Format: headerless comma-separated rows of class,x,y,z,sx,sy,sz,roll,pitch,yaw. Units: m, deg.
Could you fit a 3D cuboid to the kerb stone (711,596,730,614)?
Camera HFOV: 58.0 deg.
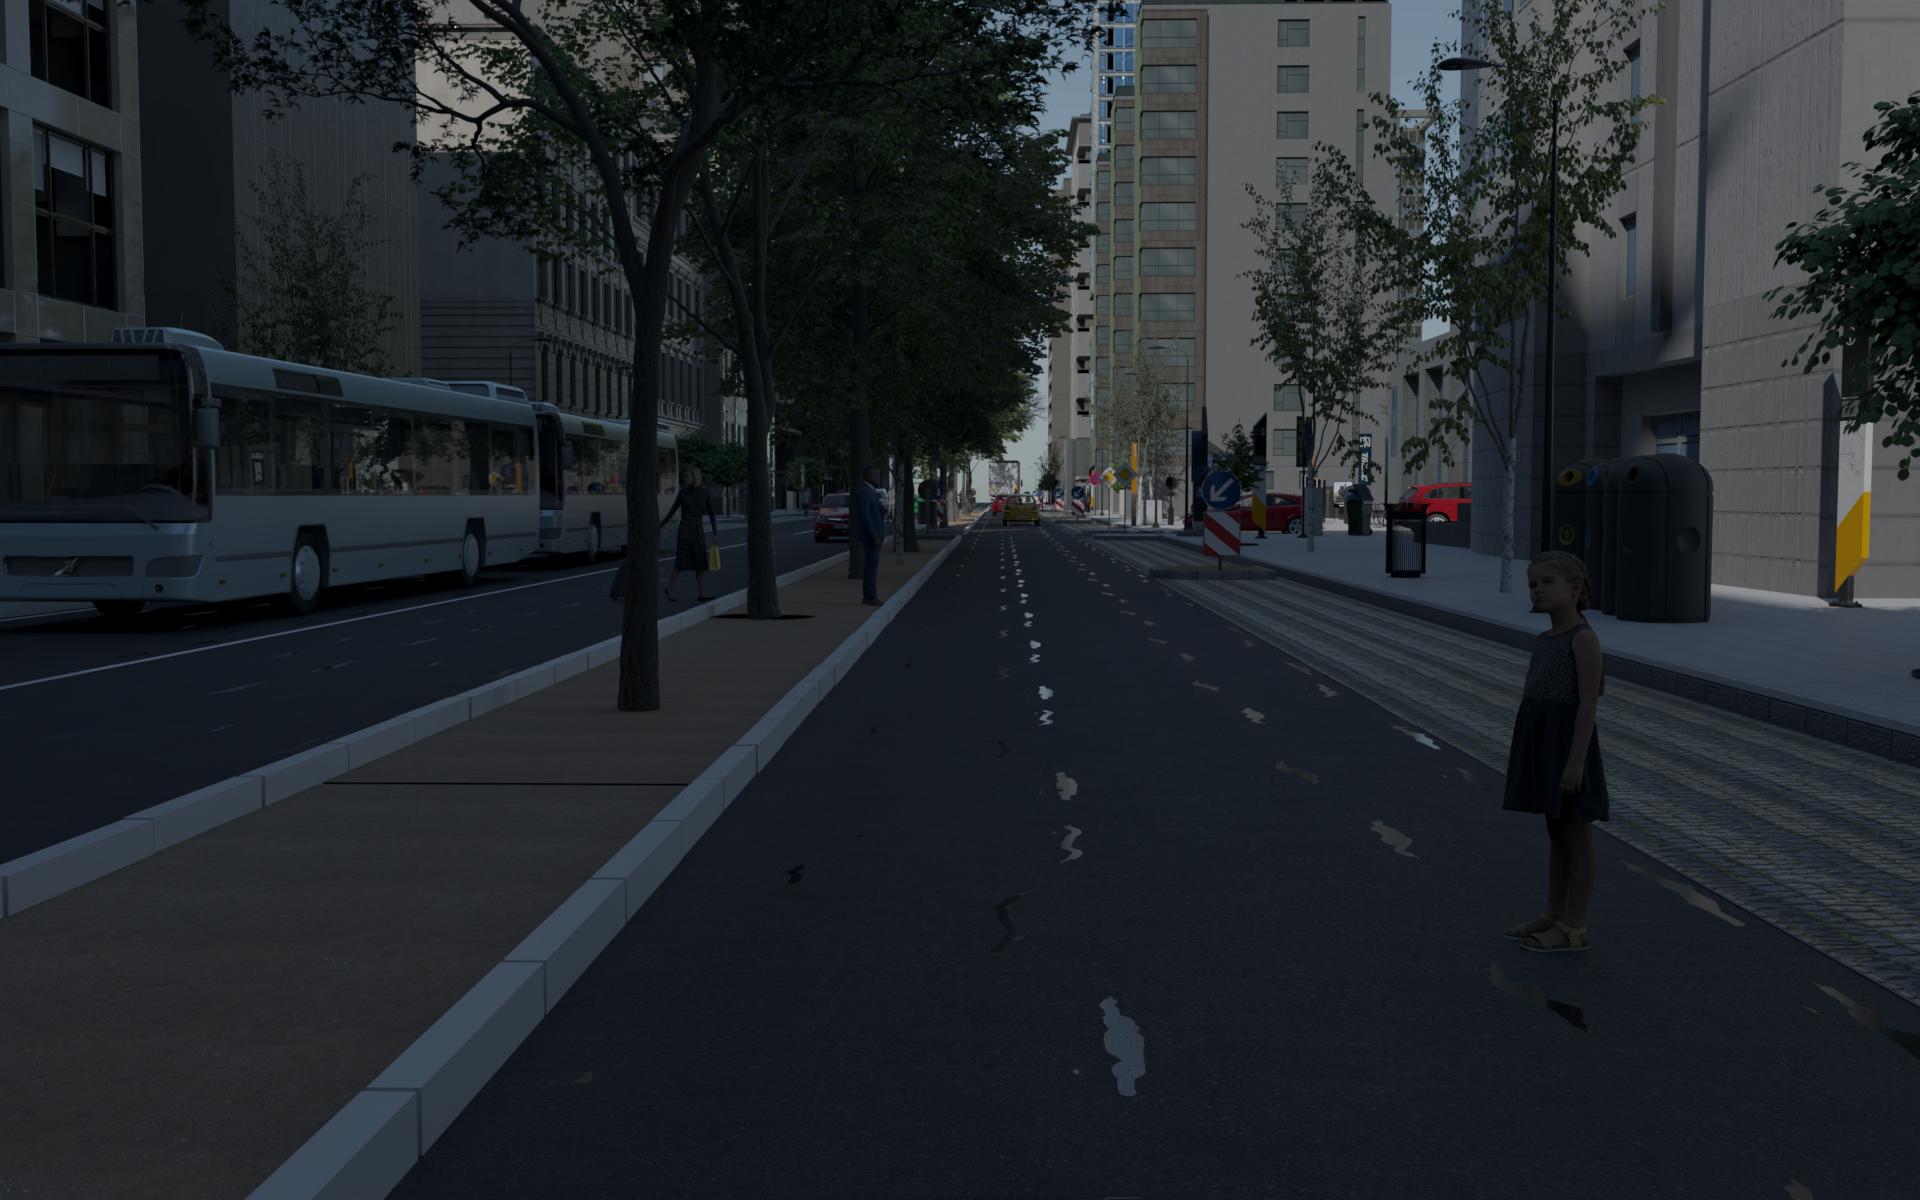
kerb stone,-2.915,0.092,20.696,0.120,0.150,1.000,0,4,1

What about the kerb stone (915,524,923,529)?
kerb stone,-1.693,-3.014,71.476,0.120,0.150,1.000,0,4,1

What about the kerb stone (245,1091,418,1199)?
kerb stone,-1.238,1.160,3.224,0.120,0.150,1.000,0,4,1

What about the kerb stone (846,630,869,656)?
kerb stone,-0.937,0.408,15.530,0.120,0.150,1.000,0,4,1

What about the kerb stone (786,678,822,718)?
kerb stone,-1.043,0.659,11.424,0.120,0.150,1.000,0,4,1

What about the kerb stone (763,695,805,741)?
kerb stone,-1.065,0.721,10.399,0.120,0.150,1.000,0,4,1

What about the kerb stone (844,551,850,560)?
kerb stone,-2.518,-0.912,37.114,0.120,0.150,1.000,0,4,1

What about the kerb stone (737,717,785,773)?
kerb stone,-1.083,0.784,9.377,0.120,0.150,1.000,0,4,1

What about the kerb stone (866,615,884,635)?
kerb stone,-0.889,0.289,17.581,0.120,0.150,1.000,0,4,1

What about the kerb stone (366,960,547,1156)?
kerb stone,-1.211,1.098,4.246,0.120,0.150,1.000,0,4,1

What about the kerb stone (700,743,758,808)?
kerb stone,-1.117,0.850,8.349,0.120,0.150,1.000,0,4,1

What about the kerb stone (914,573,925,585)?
kerb stone,-0.670,-0.282,26.813,0.120,0.150,1.000,0,4,1

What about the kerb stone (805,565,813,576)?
kerb stone,-2.693,-0.469,29.926,0.120,0.150,1.000,0,4,1

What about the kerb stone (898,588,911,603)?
kerb stone,-0.769,-0.026,22.706,0.120,0.150,1.000,0,4,1

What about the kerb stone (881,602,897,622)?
kerb stone,-0.835,0.160,19.640,0.120,0.150,1.000,0,4,1

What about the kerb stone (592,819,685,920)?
kerb stone,-1.162,0.973,6.292,0.120,0.150,1.000,0,4,1

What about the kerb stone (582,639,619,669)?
kerb stone,-3.056,0.468,14.539,0.120,0.150,1.000,0,4,1

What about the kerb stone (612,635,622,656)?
kerb stone,-3.043,0.410,15.562,0.120,0.150,1.000,0,4,1

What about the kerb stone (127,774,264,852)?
kerb stone,-3.242,0.907,7.364,0.120,0.150,1.000,0,4,1

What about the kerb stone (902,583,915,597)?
kerb stone,-0.739,-0.093,23.730,0.120,0.150,1.000,0,4,1

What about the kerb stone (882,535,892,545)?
kerb stone,-2.174,-1.790,51.463,0.120,0.150,1.000,0,4,1

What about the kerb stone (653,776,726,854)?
kerb stone,-1.141,0.910,7.317,0.120,0.150,1.000,0,4,1

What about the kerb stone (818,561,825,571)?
kerb stone,-2.645,-0.587,31.984,0.120,0.150,1.000,0,4,1

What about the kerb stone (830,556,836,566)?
kerb stone,-2.596,-0.721,34.036,0.120,0.150,1.000,0,4,1

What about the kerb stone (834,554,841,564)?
kerb stone,-2.568,-0.784,35.070,0.120,0.150,1.000,0,4,1

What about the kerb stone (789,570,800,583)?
kerb stone,-2.740,-0.347,27.875,0.120,0.150,1.000,0,4,1

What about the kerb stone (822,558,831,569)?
kerb stone,-2.620,-0.662,33.014,0.120,0.150,1.000,0,4,1

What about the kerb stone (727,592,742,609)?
kerb stone,-2.899,0.030,21.720,0.120,0.150,1.000,0,4,1

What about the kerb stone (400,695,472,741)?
kerb stone,-3.175,0.719,10.445,0.120,0.150,1.000,0,4,1

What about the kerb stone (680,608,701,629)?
kerb stone,-2.965,0.223,18.647,0.120,0.150,1.000,0,4,1

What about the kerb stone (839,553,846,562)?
kerb stone,-2.544,-0.850,36.092,0.120,0.150,1.000,0,4,1

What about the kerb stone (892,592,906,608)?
kerb stone,-0.793,0.032,21.684,0.120,0.150,1.000,0,4,1

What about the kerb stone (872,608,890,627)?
kerb stone,-0.870,0.219,18.618,0.120,0.150,1.000,0,4,1

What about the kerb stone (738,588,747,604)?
kerb stone,-2.868,-0.033,22.742,0.120,0.150,1.000,0,4,1

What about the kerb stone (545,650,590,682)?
kerb stone,-3.089,0.531,13.518,0.120,0.150,1.000,0,4,1

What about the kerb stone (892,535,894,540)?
kerb stone,-2.149,-1.853,52.487,0.120,0.150,1.000,0,4,1

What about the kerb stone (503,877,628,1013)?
kerb stone,-1.187,1.035,5.268,0.120,0.150,1.000,0,4,1

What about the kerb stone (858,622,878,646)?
kerb stone,-0.905,0.345,16.556,0.120,0.150,1.000,0,4,1

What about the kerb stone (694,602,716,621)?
kerb stone,-2.943,0.155,19.671,0.120,0.150,1.000,0,4,1

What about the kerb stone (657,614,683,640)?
kerb stone,-2.995,0.280,17.621,0.120,0.150,1.000,0,4,1

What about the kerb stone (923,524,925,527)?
kerb stone,-1.665,-3.077,72.509,0.120,0.150,1.000,0,4,1

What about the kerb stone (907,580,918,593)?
kerb stone,-0.714,-0.154,24.757,0.120,0.150,1.000,0,4,1

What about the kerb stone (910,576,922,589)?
kerb stone,-0.692,-0.219,25.783,0.120,0.150,1.000,0,4,1

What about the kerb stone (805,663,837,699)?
kerb stone,-1.014,0.596,12.447,0.120,0.150,1.000,0,4,1

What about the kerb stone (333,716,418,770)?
kerb stone,-3.191,0.782,9.415,0.120,0.150,1.000,0,4,1

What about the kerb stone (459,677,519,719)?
kerb stone,-3.137,0.656,11.467,0.120,0.150,1.000,0,4,1

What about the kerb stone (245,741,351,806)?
kerb stone,-3.213,0.845,8.393,0.120,0.150,1.000,0,4,1

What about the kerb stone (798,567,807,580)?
kerb stone,-2.709,-0.410,28.897,0.120,0.150,1.000,0,4,1

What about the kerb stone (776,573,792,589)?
kerb stone,-2.770,-0.284,26.838,0.120,0.150,1.000,0,4,1

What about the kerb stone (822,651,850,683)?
kerb stone,-0.981,0.534,13.472,0.120,0.150,1.000,0,4,1

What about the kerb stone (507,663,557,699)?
kerb stone,-3.114,0.594,12.489,0.120,0.150,1.000,0,4,1

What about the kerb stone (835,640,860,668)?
kerb stone,-0.959,0.471,14.501,0.120,0.150,1.000,0,4,1

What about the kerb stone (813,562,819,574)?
kerb stone,-2.672,-0.535,30.953,0.120,0.150,1.000,0,4,1

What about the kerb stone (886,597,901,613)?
kerb stone,-0.820,0.094,20.662,0.120,0.150,1.000,0,4,1
